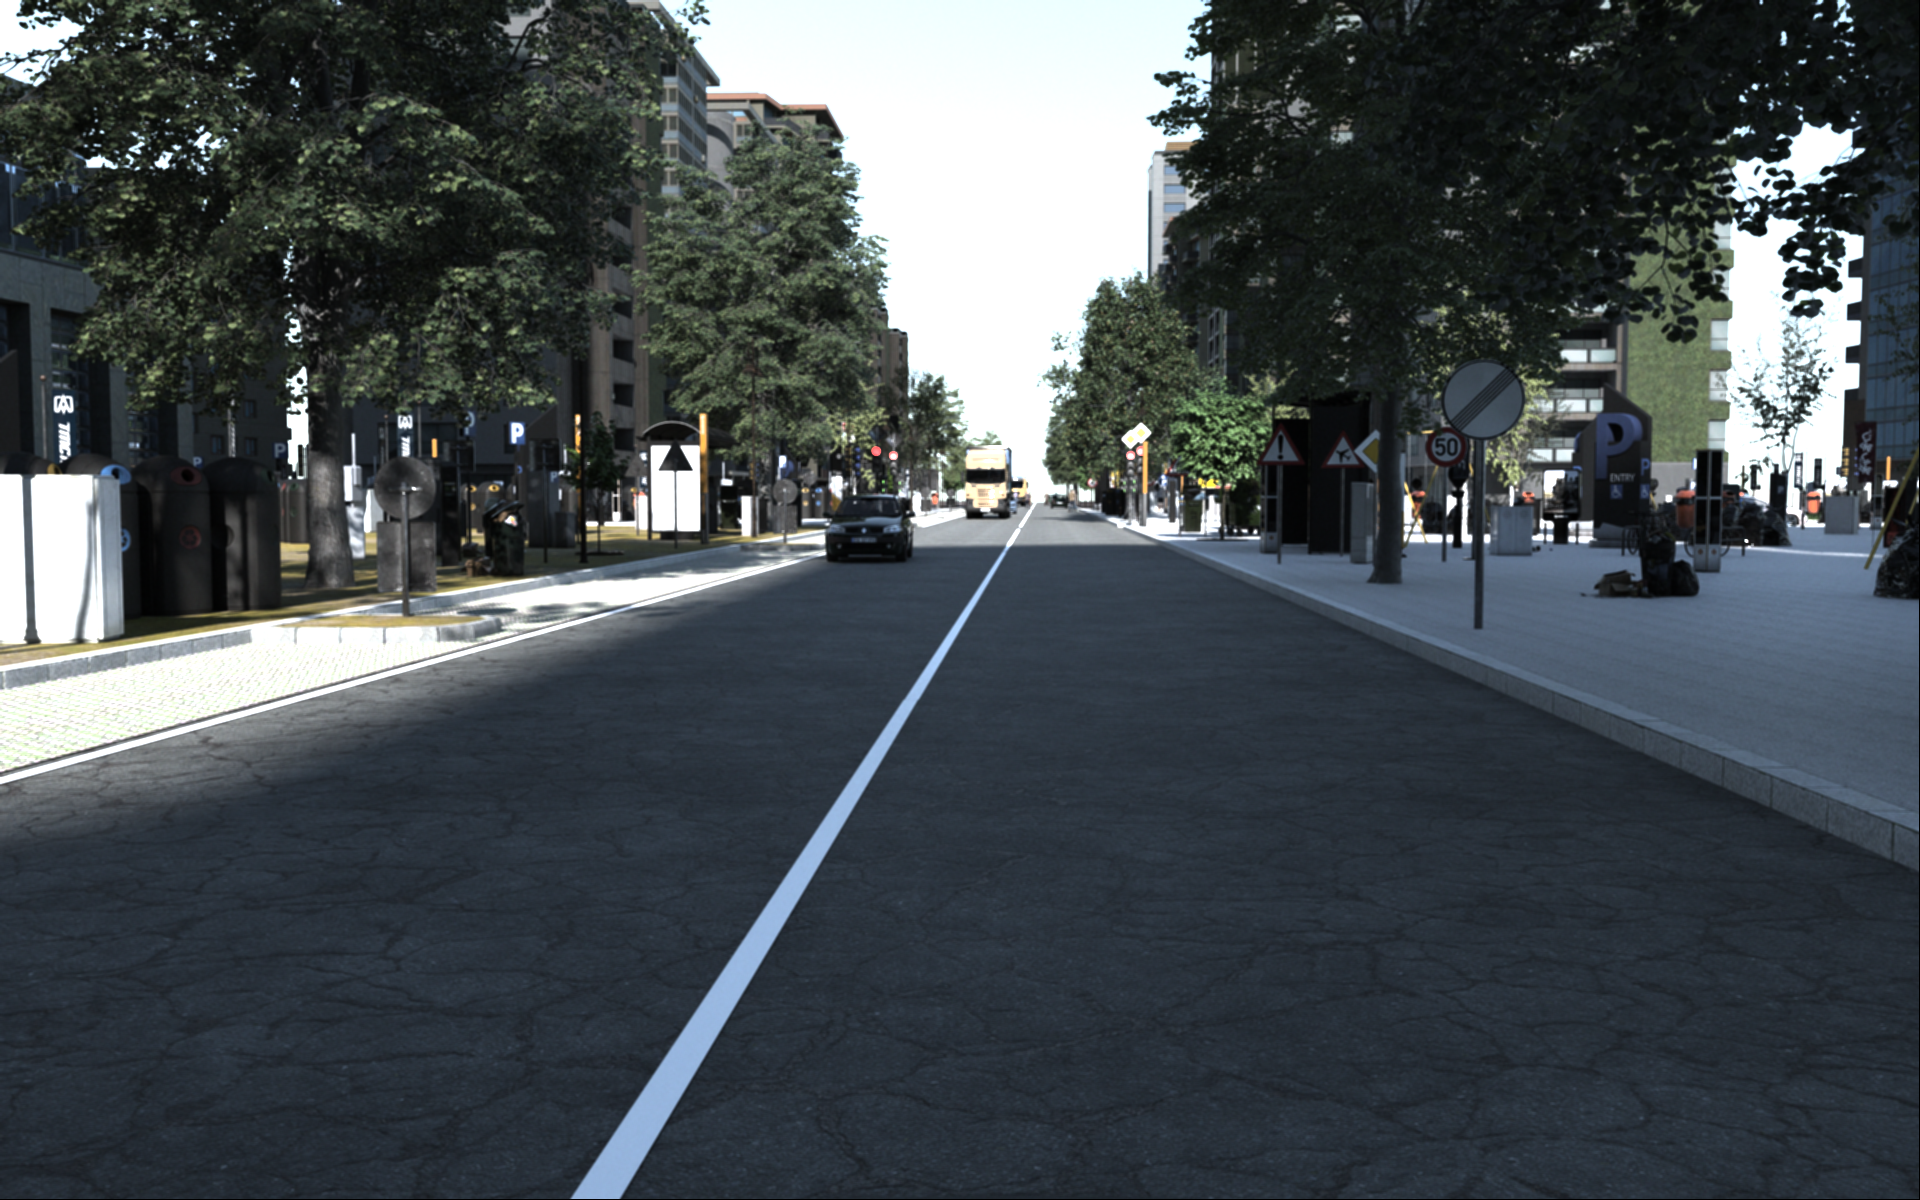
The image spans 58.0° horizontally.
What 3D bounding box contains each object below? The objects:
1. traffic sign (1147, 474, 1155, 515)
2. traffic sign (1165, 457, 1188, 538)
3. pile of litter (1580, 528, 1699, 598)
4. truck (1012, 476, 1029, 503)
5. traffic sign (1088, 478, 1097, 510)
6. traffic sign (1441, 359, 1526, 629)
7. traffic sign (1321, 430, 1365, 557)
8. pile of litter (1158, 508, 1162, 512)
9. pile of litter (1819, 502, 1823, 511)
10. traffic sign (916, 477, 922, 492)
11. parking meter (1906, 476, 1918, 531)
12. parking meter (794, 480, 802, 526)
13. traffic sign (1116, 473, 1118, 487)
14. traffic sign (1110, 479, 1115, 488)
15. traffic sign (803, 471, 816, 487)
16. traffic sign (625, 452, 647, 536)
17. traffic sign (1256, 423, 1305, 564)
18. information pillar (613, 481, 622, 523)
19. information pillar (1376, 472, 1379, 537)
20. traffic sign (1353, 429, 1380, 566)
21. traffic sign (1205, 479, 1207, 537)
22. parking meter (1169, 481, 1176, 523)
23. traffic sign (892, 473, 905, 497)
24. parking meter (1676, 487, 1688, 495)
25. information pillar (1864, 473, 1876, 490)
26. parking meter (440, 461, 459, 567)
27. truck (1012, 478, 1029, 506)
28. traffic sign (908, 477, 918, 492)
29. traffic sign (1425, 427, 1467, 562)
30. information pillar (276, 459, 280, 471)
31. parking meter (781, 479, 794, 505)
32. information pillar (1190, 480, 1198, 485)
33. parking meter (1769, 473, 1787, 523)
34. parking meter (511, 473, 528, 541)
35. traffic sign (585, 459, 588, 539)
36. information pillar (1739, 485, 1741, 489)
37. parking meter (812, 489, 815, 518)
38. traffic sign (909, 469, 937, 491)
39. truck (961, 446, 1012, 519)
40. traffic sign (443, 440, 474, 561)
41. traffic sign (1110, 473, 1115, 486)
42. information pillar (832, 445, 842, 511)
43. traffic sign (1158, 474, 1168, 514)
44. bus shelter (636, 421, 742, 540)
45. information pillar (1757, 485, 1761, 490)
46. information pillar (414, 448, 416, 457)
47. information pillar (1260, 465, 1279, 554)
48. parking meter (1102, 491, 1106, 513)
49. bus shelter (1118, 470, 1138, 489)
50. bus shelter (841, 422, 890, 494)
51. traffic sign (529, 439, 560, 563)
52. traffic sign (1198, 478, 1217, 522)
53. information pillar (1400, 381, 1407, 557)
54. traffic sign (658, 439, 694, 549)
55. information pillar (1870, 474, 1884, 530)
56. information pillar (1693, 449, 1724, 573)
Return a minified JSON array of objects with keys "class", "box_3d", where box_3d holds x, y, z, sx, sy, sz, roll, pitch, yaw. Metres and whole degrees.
[{"class":"traffic sign","box_3d":[11.787,-6.592,107.893,0.768,2.556,0.104,0,4,6]},{"class":"traffic sign","box_3d":[6.492,-3.124,51.079,0.884,2.594,0.081,1,4,11]},{"class":"pile of litter","box_3d":[8.594,-0.486,21.905,1.719,0.858,1.176,-1,4,-11]},{"class":"truck","box_3d":[8.970,-16.444,258.623,2.967,4.110,18.799,0,4,4]},{"class":"traffic sign","box_3d":[10.451,-8.352,136.666,0.768,2.556,0.104,1,4,11]},{"class":"traffic sign","box_3d":[4.941,-0.998,16.429,0.768,2.556,0.104,1,4,12]},{"class":"traffic sign","box_3d":[7.804,-2.162,35.355,0.884,2.594,0.081,0,4,5]},{"class":"pile of litter","box_3d":[13.999,-6.829,125.627,1.719,0.858,1.176,-2,4,-28]},{"class":"pile of litter","box_3d":[58.327,-6.326,117.396,1.176,0.858,1.719,-1,4,-15]},{"class":"traffic sign","box_3d":[-3.360,-8.182,133.777,0.884,2.594,0.081,1,4,8]},{"class":"parking meter","box_3d":[25.201,-2.457,45.883,0.255,1.863,0.399,2,4,31]},{"class":"parking meter","box_3d":[-6.580,-3.920,69.808,0.255,1.863,0.399,-3,5,-43]},{"class":"traffic sign","box_3d":[14.034,-9.209,144.444,2.265,3.308,0.079,0,4,4]},{"class":"traffic sign","box_3d":[12.909,-9.094,148.694,0.884,2.594,0.081,0,4,5]},{"class":"traffic sign","box_3d":[-8.416,-5.923,96.939,0.768,2.556,0.104,0,4,4]},{"class":"traffic sign","box_3d":[-9.897,-3.250,53.140,0.884,2.594,0.081,1,4,11]},{"class":"traffic sign","box_3d":[5.863,-1.940,31.728,0.884,2.594,0.081,1,4,9]},{"class":"information pillar","box_3d":[-15.368,-4.470,77.582,0.304,2.012,0.304,1,4,10]},{"class":"information pillar","box_3d":[11.726,-2.661,47.992,0.304,2.012,0.304,0,4,4]},{"class":"traffic sign","box_3d":[7.366,-1.808,30.754,0.795,2.450,0.064,0,4,5]},{"class":"traffic sign","box_3d":[7.373,-3.108,51.998,0.795,2.450,0.064,1,4,10]},{"class":"parking meter","box_3d":[9.407,-4.339,76.652,0.255,1.863,0.399,1,4,14]},{"class":"traffic sign","box_3d":[-3.731,-6.387,104.540,0.768,2.556,0.104,0,4,7]},{"class":"parking meter","box_3d":[25.718,-3.260,61.717,0.372,1.533,0.369,0,3,0]},{"class":"information pillar","box_3d":[42.992,-5.535,81.859,0.183,3.616,0.504,-3,4,-36]},{"class":"parking meter","box_3d":[-9.026,-1.523,30.609,0.255,1.863,0.399,-2,4,-23]},{"class":"truck","box_3d":[6.502,-12.768,204.686,3.469,3.379,9.791,0,4,4]},{"class":"traffic sign","box_3d":[-3.486,-7.864,128.678,0.768,2.556,0.104,1,4,11]},{"class":"traffic sign","box_3d":[9.189,-2.000,32.798,0.768,2.556,0.104,1,4,9]},{"class":"information pillar","box_3d":[-39.840,-6.728,101.354,0.183,3.616,0.504,0,4,5]},{"class":"parking meter","box_3d":[-6.581,-3.651,65.408,0.255,1.863,0.399,-3,4,-38]},{"class":"information pillar","box_3d":[12.513,-5.396,92.709,0.304,2.012,0.304,-3,5,-44]},{"class":"parking meter","box_3d":[22.691,-2.591,48.067,0.399,1.863,0.255,-1,4,-13]},{"class":"parking meter","box_3d":[-12.074,-2.553,47.453,0.399,1.863,0.255,3,4,38]},{"class":"traffic sign","box_3d":[-10.746,-3.025,49.560,0.768,2.556,0.104,1,4,12]},{"class":"information pillar","box_3d":[65.792,-8.684,146.468,0.304,2.012,0.304,0,4,3]},{"class":"parking meter","box_3d":[-7.924,-5.126,92.214,0.372,1.533,0.369,0,3,0]},{"class":"traffic sign","box_3d":[-3.018,-8.956,140.311,2.265,3.308,0.079,1,4,9]},{"class":"truck","box_3d":[1.725,-6.979,103.026,2.839,4.237,11.283,0,4,3]},{"class":"traffic sign","box_3d":[-9.538,-1.887,32.977,0.606,2.300,0.079,0,4,5]},{"class":"traffic sign","box_3d":[13.413,-9.625,151.249,2.265,3.308,0.079,0,4,3]},{"class":"information pillar","box_3d":[-5.808,-5.550,82.101,0.504,3.616,0.183,0,4,-3]},{"class":"traffic sign","box_3d":[13.082,-6.786,111.060,0.768,2.556,0.104,1,4,10]},{"class":"bus shelter","box_3d":[-7.838,-3.472,50.687,2.014,3.302,5.546,0,4,3]},{"class":"information pillar","box_3d":[64.936,-8.337,140.800,0.304,2.012,0.304,2,4,24]},{"class":"information pillar","box_3d":[-27.671,-5.905,87.894,0.183,3.616,0.504,0,4,-1]},{"class":"information pillar","box_3d":[6.683,-2.013,37.410,0.304,2.012,0.304,-1,4,-11]},{"class":"parking meter","box_3d":[9.875,-6.734,118.513,0.372,1.533,0.369,0,3,0]},{"class":"bus shelter","box_3d":[13.689,-9.911,139.680,2.179,5.291,8.768,0,4,3]},{"class":"bus shelter","box_3d":[-5.365,-7.421,98.972,2.179,5.291,8.768,0,4,3]},{"class":"traffic sign","box_3d":[-7.703,-1.836,32.149,0.606,2.300,0.079,1,4,10]},{"class":"traffic sign","box_3d":[11.868,-5.153,78.120,2.265,3.308,0.079,1,4,10]},{"class":"information pillar","box_3d":[8.781,-2.667,34.966,0.504,3.616,0.183,-1,4,-22]},{"class":"traffic sign","box_3d":[-6.678,-2.487,40.669,0.884,2.594,0.081,1,4,10]},{"class":"information pillar","box_3d":[32.950,-3.533,62.258,0.304,2.012,0.304,0,4,5]},{"class":"information pillar","box_3d":[12.277,-1.463,28.417,0.304,2.012,0.304,-1,4,-22]}]
